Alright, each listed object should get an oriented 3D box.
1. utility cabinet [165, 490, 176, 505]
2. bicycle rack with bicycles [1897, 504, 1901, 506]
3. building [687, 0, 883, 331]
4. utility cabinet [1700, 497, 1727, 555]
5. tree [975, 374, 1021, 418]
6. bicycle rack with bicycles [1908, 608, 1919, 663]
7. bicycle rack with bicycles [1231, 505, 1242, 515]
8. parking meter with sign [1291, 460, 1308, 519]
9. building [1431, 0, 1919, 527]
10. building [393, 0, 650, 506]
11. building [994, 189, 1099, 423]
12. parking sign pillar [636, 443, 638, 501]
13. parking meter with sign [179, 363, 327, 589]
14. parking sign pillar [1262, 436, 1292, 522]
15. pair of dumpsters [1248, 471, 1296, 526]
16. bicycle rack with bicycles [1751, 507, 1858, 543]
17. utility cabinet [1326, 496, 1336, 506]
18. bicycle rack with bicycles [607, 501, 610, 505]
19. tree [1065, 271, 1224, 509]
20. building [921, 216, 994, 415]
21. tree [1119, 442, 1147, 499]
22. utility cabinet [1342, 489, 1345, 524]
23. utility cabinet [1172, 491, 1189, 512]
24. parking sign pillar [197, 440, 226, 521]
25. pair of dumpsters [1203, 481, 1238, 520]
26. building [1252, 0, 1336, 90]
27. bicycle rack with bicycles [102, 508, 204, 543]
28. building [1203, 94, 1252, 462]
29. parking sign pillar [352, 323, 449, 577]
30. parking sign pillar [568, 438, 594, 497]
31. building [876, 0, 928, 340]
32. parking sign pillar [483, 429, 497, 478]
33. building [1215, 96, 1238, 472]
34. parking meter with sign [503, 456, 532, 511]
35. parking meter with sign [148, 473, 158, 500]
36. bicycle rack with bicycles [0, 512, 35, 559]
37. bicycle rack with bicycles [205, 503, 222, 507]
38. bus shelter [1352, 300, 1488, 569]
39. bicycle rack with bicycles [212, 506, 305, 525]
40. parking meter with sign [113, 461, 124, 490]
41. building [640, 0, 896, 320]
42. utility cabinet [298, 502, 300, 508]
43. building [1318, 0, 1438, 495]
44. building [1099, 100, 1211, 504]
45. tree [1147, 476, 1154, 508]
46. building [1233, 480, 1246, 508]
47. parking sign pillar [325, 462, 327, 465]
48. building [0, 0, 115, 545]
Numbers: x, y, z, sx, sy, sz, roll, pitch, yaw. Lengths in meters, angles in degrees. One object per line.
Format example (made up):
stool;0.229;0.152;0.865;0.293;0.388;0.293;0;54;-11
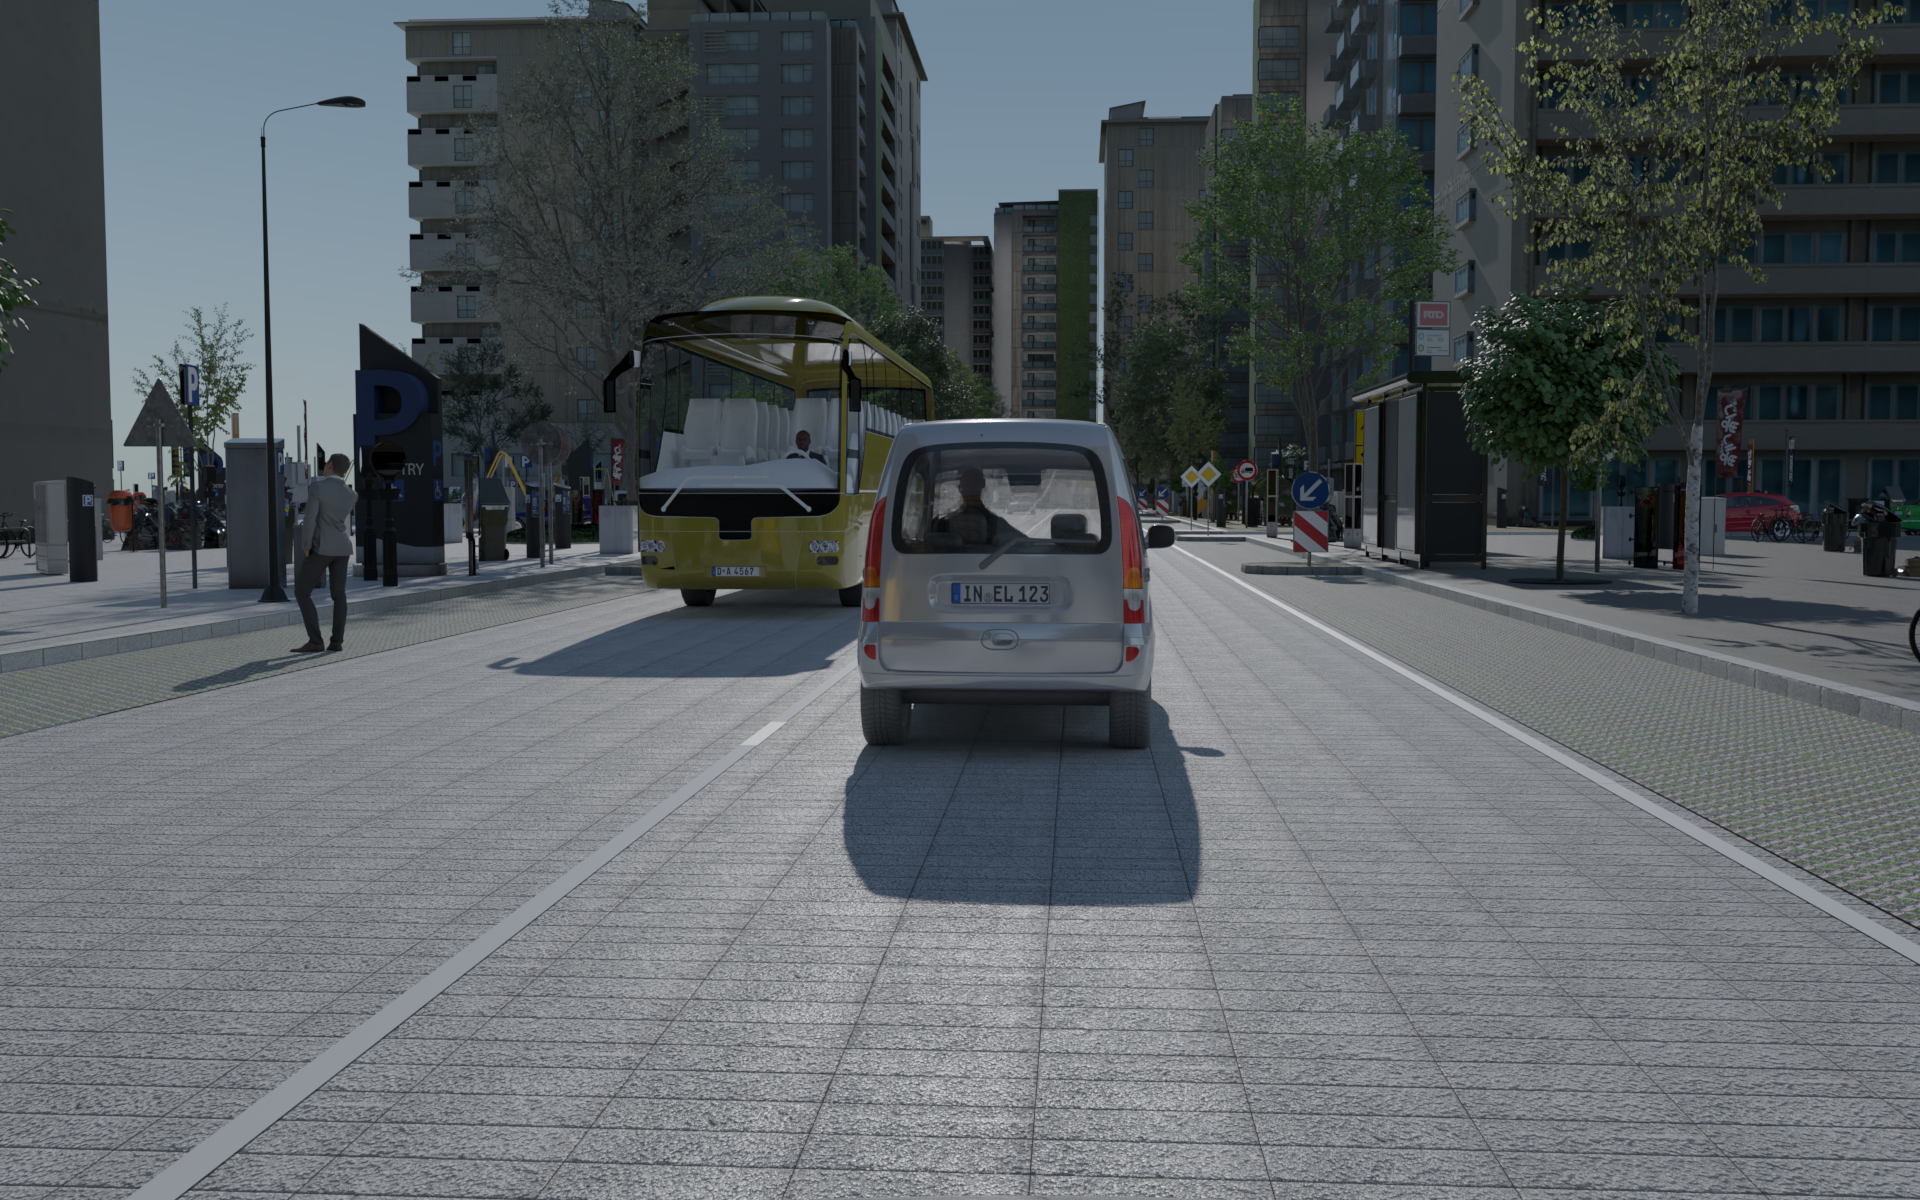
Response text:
utility cabinet;-44.384;-5.421;97.311;0.318;1.500;1.173;-3;4;-37
bicycle rack with bicycles;57.875;-5.544;104.019;2.925;0.926;2.852;-2;4;-31
building;-14.168;-28.188;144.470;14.154;41.232;14.086;0;4;4
utility cabinet;15.848;-1.572;36.858;1.020;1.237;0.306;-2;4;-29
tree;1.740;-16.263;176.262;12.009;13.543;11.850;0;3;0
bicycle rack with bicycles;8.440;0.083;12.033;2.925;0.926;2.852;3;4;38
bicycle rack with bicycles;16.951;-5.833;108.748;2.925;0.926;2.852;0;4;-7
parking meter with sign;17.627;-5.720;89.779;0.543;3.016;1.738;-1;4;-13
building;32.621;-27.685;76.348;21.600;48.544;21.300;0;4;4
building;-45.850;-36.951;193.391;27.495;52.752;28.713;0;4;4
building;11.641;-33.706;234.682;14.086;41.232;14.154;0;4;4
parking sign pillar;-11.270;-4.553;62.914;1.447;3.967;1.447;-3;4;-36
parking meter with sign;-9.555;-1.666;23.499;1.738;3.016;0.543;0;4;-7
parking sign pillar;14.721;-5.626;80.463;1.447;3.967;1.447;1;4;9
pair of dumpsters;12.850;-4.217;71.443;1.574;2.255;4.437;0;4;4
bicycle rack with bicycles;22.406;-2.005;46.162;2.925;0.926;2.852;-1;4;-12
utility cabinet;14.478;-3.543;69.095;1.020;1.237;0.306;-1;4;-23
bicycle rack with bicycles;-26.663;-7.395;134.284;2.925;0.926;2.852;3;4;36
tree;15.737;-17.865;147.974;12.611;20.169;13.585;0;3;0
building;-6.935;-33.810;244.670;23.993;40.220;32.217;0;4;4
tree;18.825;-14.274;183.747;4.737;8.622;4.395;0;3;0
utility cabinet;16.376;-3.935;73.017;0.318;1.500;1.173;2;4;24
utility cabinet;15.162;-6.763;119.259;1.173;1.500;0.318;-1;4;-23
parking sign pillar;-36.142;-5.822;83.667;1.447;3.967;1.447;2;4;24
pair of dumpsters;13.246;-5.202;87.545;1.574;2.255;4.437;0;4;4
building;30.869;-28.083;142.745;14.154;41.232;14.086;0;4;4
bicycle rack with bicycles;-21.752;-1.925;44.863;2.852;0.926;2.925;0;4;4
building;34.899;-33.311;194.744;14.600;45.320;14.200;0;4;4
parking sign pillar;-8.828;-2.370;27.227;1.447;3.967;1.447;0;4;8
parking sign pillar;-18.488;-5.871;84.458;1.447;3.967;1.447;2;4;31
building;-18.427;-36.830;191.409;27.495;52.752;28.713;0;4;4
parking sign pillar;-19.390;-5.081;71.552;1.447;3.967;1.447;-1;4;-18
building;33.643;-30.410;180.805;14.154;41.232;14.086;0;4;4
parking meter with sign;-20.181;-5.101;79.663;0.543;3.016;1.738;2;4;26
parking meter with sign;-65.307;-8.832;140.671;0.543;3.016;1.738;0;4;-5
bicycle rack with bicycles;-19.517;-1.269;34.137;2.852;0.926;2.925;2;4;25
bicycle rack with bicycles;-30.842;-3.721;74.228;2.925;0.926;2.852;1;4;12
bus shelter;8.944;-3.425;33.634;2.179;5.291;8.768;0;4;4
bicycle rack with bicycles;-16.518;-1.830;43.300;2.852;0.926;2.925;1;4;10
parking meter with sign;-44.099;-5.697;89.400;0.543;3.016;1.738;3;4;37
building;-17.663;-32.944;162.337;21.300;48.544;21.600;0;4;4
utility cabinet;-48.946;-7.131;127.760;0.306;1.237;1.020;-3;4;-37
building;37.134;-30.509;118.436;23.786;49.044;30.456;0;4;4
building;33.048;-39.798;239.938;27.495;52.752;28.713;0;4;4
tree;18.377;-10.460;165.625;1.663;3.219;1.824;0;3;0
building;42.168;-28.705;161.204;32.217;40.220;23.993;0;4;4
parking sign pillar;-48.579;-8.884;133.732;1.447;3.967;1.447;-1;4;-18
building;-34.994;-25.302;37.387;21.600;48.544;21.300;0;4;4
